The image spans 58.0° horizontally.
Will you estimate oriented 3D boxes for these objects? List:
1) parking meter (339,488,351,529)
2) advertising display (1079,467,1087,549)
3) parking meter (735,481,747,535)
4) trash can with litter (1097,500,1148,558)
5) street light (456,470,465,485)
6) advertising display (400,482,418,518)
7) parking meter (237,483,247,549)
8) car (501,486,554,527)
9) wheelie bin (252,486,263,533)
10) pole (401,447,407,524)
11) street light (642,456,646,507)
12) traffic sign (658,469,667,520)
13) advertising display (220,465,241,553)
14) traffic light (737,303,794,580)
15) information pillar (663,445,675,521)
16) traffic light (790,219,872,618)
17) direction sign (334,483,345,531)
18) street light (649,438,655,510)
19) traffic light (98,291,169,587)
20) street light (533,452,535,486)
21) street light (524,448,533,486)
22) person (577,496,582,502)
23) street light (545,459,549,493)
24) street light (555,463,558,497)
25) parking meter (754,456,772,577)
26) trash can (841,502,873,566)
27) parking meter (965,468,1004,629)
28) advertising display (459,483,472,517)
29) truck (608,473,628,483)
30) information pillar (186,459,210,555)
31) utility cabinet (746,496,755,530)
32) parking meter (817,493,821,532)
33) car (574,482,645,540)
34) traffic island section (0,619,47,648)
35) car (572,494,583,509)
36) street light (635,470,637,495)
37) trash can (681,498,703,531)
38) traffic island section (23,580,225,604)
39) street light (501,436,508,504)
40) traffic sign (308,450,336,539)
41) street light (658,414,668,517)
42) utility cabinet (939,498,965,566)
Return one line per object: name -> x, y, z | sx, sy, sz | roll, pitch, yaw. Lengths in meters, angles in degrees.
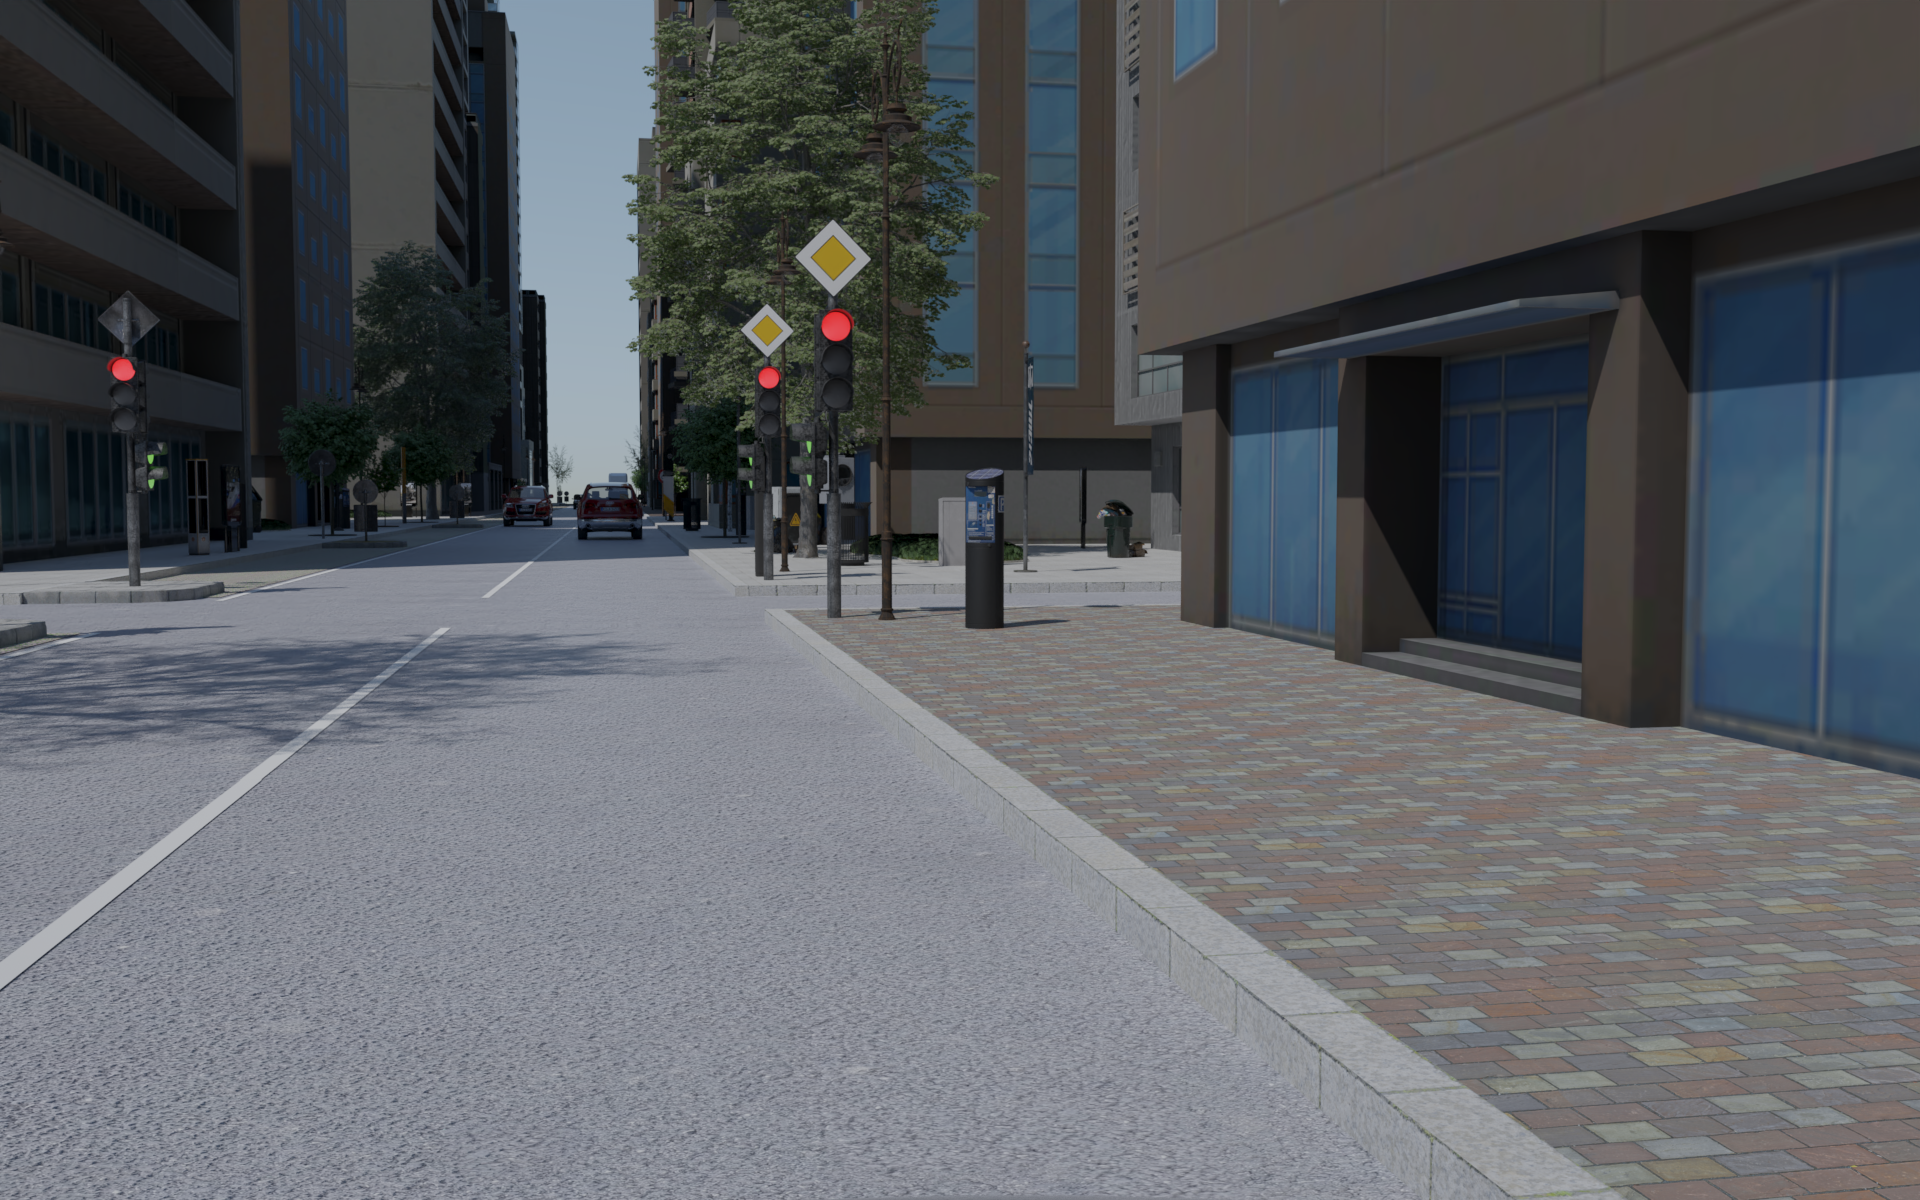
parking meter -> -22.696, -3.393, 63.887 | 0.372, 1.533, 0.369 | 0, 3, 0
advertising display -> 2.917, -2.194, 41.081 | 0.123, 1.923, 0.974 | 0, 4, 1
parking meter -> -6.794, -2.936, 53.712 | 0.255, 1.863, 0.399 | -2, 4, -24
trash can with litter -> 3.306, -1.447, 35.043 | 0.624, 1.170, 1.055 | 3, 5, 41
street light -> -28.354, -7.716, 98.940 | 0.468, 5.910, 1.993 | -1, 4, -11
advertising display -> -29.991, -5.445, 94.246 | 0.974, 1.923, 0.123 | 1, 4, 13
parking meter -> -17.035, -1.985, 40.870 | 0.372, 1.533, 0.369 | 0, 3, 0
car -> -19.474, -4.249, 78.140 | 2.281, 1.827, 5.304 | -1, 4, -11
wheelie bin -> -23.577, -3.035, 57.530 | 0.693, 1.594, 0.980 | -2, 4, -35
pole -> -24.209, -4.987, 75.382 | 0.158, 3.312, 0.155 | 0, 3, 0
street light -> -31.631, -12.273, 173.457 | 0.468, 5.910, 1.993 | -1, 4, -11
traffic sign -> -14.498, -5.213, 85.338 | 0.768, 2.556, 0.104 | -1, 4, -10
advertising display -> -16.122, -2.025, 38.317 | 0.123, 1.923, 0.974 | 0, 4, -5
traffic light -> -2.869, -2.249, 25.689 | 0.839, 4.253, 0.868 | -1, 4, -11
information pillar -> -13.740, -5.528, 81.732 | 0.504, 3.616, 0.183 | 0, 4, 2
traffic light -> -1.323, -1.770, 17.855 | 0.839, 4.253, 0.868 | -1, 4, -11
direction sign -> -21.708, -4.185, 60.417 | 0.379, 3.537, 0.876 | 0, 4, -3
street light -> -24.667, -10.153, 138.789 | 0.468, 5.910, 1.993 | -1, 4, -11
traffic light -> -11.462, -2.145, 23.984 | 0.839, 4.253, 0.868 | -1, 4, -11
street light -> -44.439, -12.705, 180.520 | 0.468, 5.910, 1.993 | -1, 4, -11
street light -> -42.134, -11.983, 168.712 | 0.468, 5.910, 1.993 | -1, 4, -11
person -> -23.823, -6.248, 110.660 | 1.348, 1.822, 0.705 | -1, 4, -10
street light -> -51.251, -14.823, 215.140 | 0.468, 5.910, 1.993 | -1, 4, -11
street light -> -58.218, -16.968, 250.208 | 0.468, 5.910, 1.993 | -1, 4, -11
parking meter -> -3.064, -1.301, 26.989 | 0.255, 1.863, 0.399 | -1, 4, -10
trash can -> -1.937, -1.183, 31.003 | 0.748, 1.137, 0.748 | 0, 3, 0
parking meter -> 0.236, -0.499, 16.576 | 0.372, 1.533, 0.369 | 0, 3, 0
advertising display -> -27.797, -5.636, 97.361 | 0.123, 1.923, 0.974 | 2, 4, 23
truck -> -42.423, -13.759, 214.725 | 2.967, 4.110, 18.799 | -1, 4, -11
information pillar -> -15.985, -1.947, 36.333 | 0.304, 2.012, 0.304 | 2, 4, 27
utility cabinet -> -7.562, -3.142, 62.532 | 0.306, 1.237, 1.020 | -1, 4, -23
parking meter -> -4.020, -2.413, 47.861 | 0.372, 1.533, 0.369 | 0, 3, 0
car -> -11.362, -2.903, 56.139 | 2.281, 1.827, 5.304 | -1, 4, -12
traffic island section -> -9.958, 0.367, 16.276 | 2.009, 0.180, 2.903 | -1, 4, -11
car -> -35.539, -9.378, 163.123 | 2.009, 1.686, 4.222 | -1, 4, -11
street light -> -40.944, -15.162, 220.689 | 0.468, 5.910, 1.993 | -1, 4, -11
trash can -> -9.316, -2.969, 60.188 | 0.748, 1.137, 0.748 | 0, 3, 0
traffic island section -> -11.504, -0.112, 24.110 | 2.009, 0.180, 2.903 | -1, 4, -11
street light -> -35.277, -9.866, 134.101 | 0.468, 5.910, 1.993 | -1, 4, -11
traffic sign -> -18.290, -3.032, 49.681 | 0.768, 2.556, 0.104 | 0, 4, -6
street light -> -17.876, -8.035, 104.160 | 0.468, 5.910, 1.993 | -1, 4, -11
utility cabinet -> 0.141, -1.219, 31.094 | 1.020, 1.237, 0.306 | -1, 4, -16
